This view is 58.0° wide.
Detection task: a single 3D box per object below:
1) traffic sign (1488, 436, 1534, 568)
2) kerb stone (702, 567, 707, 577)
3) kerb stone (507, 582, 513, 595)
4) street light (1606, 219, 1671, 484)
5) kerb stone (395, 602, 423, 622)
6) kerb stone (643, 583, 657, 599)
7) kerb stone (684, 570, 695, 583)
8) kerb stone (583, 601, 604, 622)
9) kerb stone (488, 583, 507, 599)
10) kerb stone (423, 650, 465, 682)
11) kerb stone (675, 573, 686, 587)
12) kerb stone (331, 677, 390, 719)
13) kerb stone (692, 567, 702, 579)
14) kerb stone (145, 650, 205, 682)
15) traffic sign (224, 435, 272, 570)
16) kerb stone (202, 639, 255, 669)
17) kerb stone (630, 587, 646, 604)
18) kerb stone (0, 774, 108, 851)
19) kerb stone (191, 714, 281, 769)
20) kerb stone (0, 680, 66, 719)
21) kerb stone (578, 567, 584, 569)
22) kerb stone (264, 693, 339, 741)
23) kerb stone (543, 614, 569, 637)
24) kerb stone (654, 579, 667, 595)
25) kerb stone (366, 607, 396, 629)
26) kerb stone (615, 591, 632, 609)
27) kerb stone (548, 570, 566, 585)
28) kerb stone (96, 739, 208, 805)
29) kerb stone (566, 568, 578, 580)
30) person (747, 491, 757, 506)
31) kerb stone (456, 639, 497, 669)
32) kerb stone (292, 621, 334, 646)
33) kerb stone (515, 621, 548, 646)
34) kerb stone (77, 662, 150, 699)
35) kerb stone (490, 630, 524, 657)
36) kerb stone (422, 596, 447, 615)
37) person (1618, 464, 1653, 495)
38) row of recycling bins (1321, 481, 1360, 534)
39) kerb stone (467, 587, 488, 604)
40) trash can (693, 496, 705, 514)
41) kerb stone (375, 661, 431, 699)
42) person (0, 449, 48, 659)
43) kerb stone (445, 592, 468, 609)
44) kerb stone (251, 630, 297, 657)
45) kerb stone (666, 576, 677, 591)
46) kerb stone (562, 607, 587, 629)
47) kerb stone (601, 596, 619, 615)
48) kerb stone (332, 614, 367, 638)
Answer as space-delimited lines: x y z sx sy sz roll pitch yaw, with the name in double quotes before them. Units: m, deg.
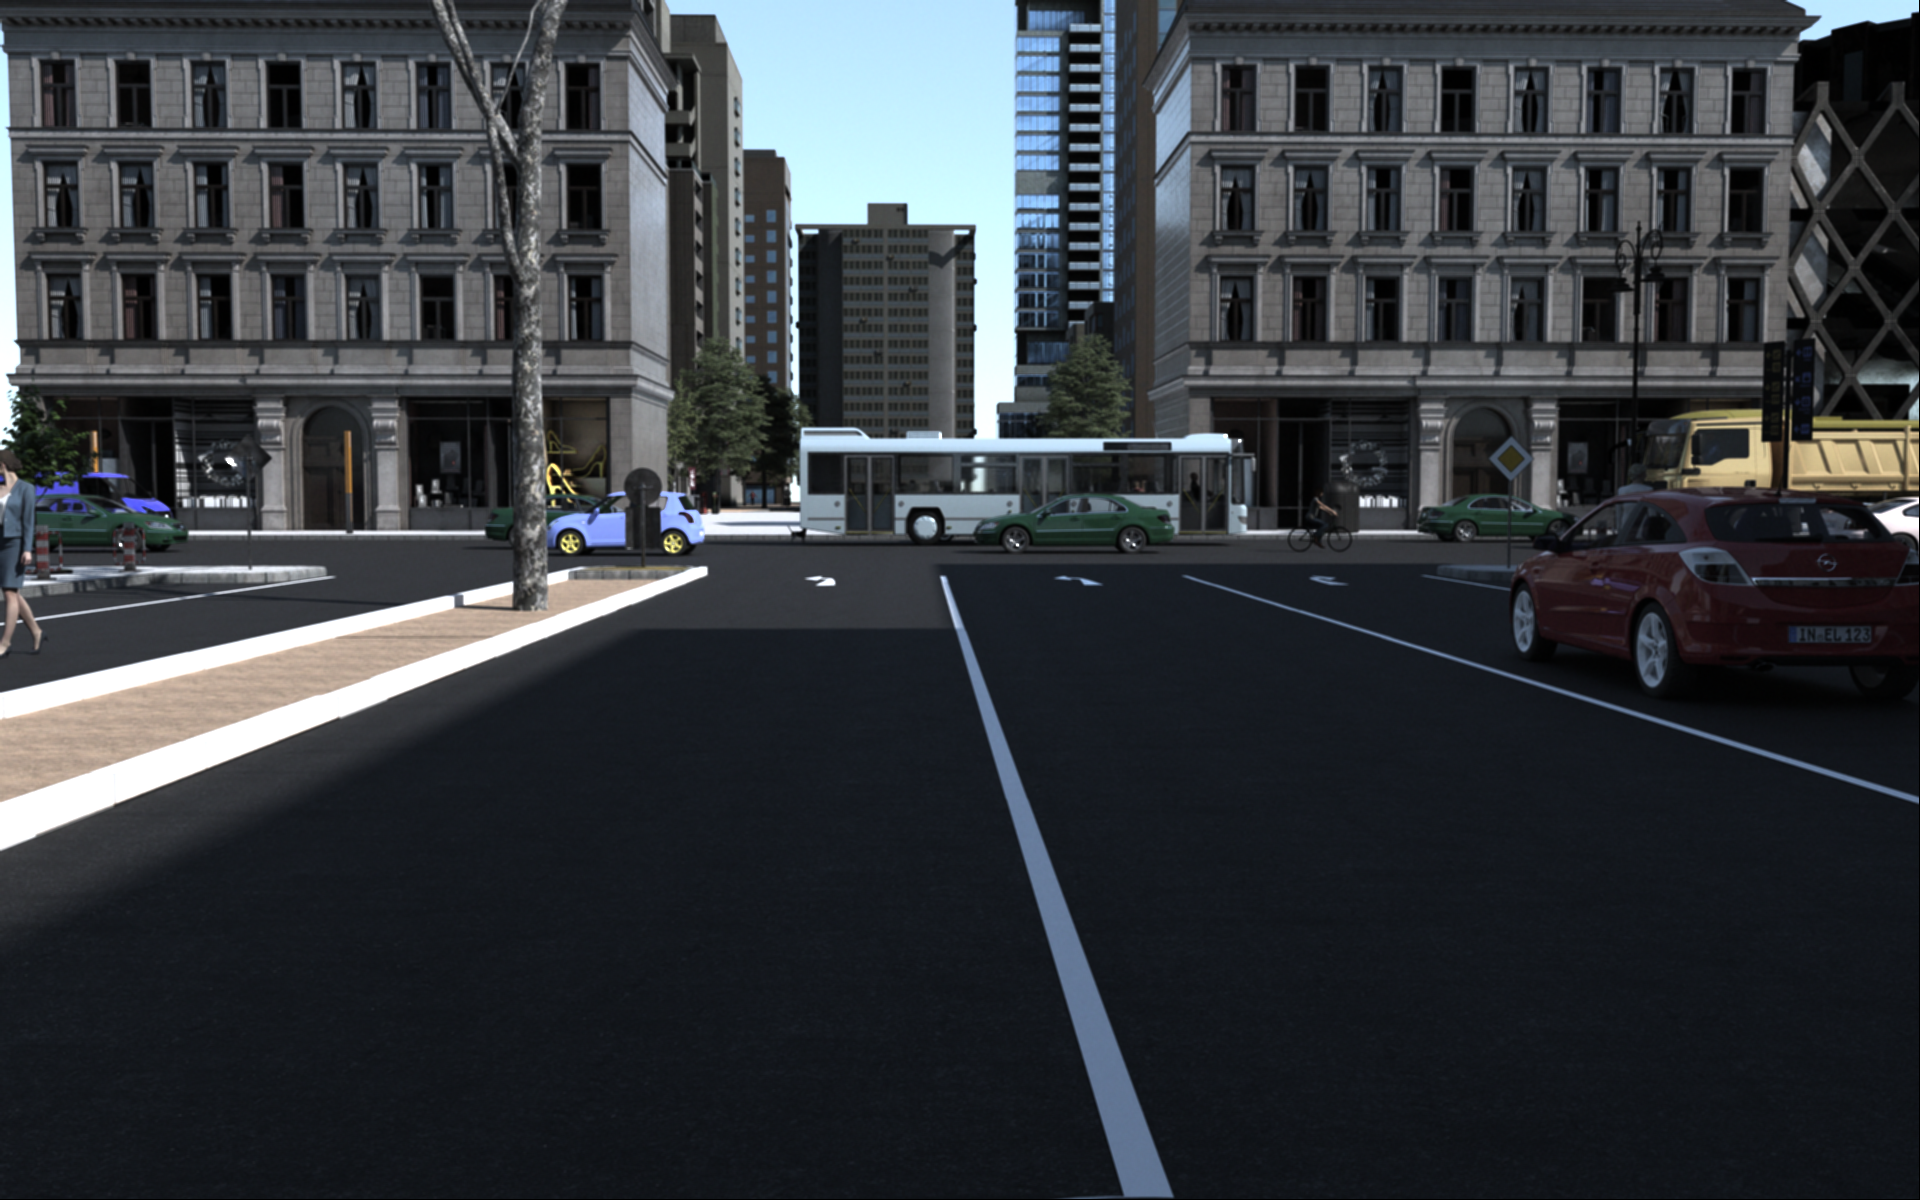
"traffic sign" 9.460 -1.601 29.814 0.795 2.450 0.064 0 4 -1
"kerb stone" -4.503 -0.479 30.039 0.120 0.150 1.000 0 4 -1
"kerb stone" -6.472 -0.162 24.845 0.120 0.150 1.000 0 4 -1
"street light" 11.481 -3.466 29.465 0.468 5.910 1.993 0 4 -1
"kerb stone" -6.342 0.152 19.706 0.120 0.150 1.000 0 4 -1
"kerb stone" -4.342 -0.100 23.871 0.120 0.150 1.000 0 4 -1
"kerb stone" -4.451 -0.353 27.973 0.120 0.150 1.000 0 4 -1
"kerb stone" -4.243 0.149 19.765 0.120 0.150 1.000 0 4 -1
"kerb stone" -6.447 -0.099 23.821 0.120 0.150 1.000 0 4 -1
"kerb stone" -4.095 0.529 13.599 0.120 0.150 1.000 0 4 -1
"kerb stone" -4.429 -0.287 26.946 0.120 0.150 1.000 0 4 -1
"kerb stone" -4.031 0.657 11.549 0.120 0.150 1.000 0 4 -1
"kerb stone" -4.485 -0.417 29.006 0.120 0.150 1.000 0 4 -1
"kerb stone" -6.189 0.529 13.545 0.120 0.150 1.000 0 4 -1
"traffic sign" -12.027 -1.569 29.291 0.795 2.450 0.064 0 4 -1
"kerb stone" -6.205 0.466 14.570 0.120 0.150 1.000 0 4 -1
"kerb stone" -4.320 -0.040 22.846 0.120 0.150 1.000 0 4 -1
"kerb stone" -3.929 0.902 7.440 0.120 0.150 1.000 0 4 -1
"kerb stone" -3.985 0.777 9.498 0.120 0.150 1.000 0 4 -1
"kerb stone" -6.130 0.655 11.492 0.120 0.150 1.000 0 4 -1
"kerb stone" -6.605 -0.473 29.974 0.120 0.150 1.000 0 4 -1
"kerb stone" -4.015 0.714 10.523 0.120 0.150 1.000 0 4 -1
"kerb stone" -4.191 0.282 17.716 0.120 0.150 1.000 0 4 -1
"kerb stone" -4.375 -0.164 24.896 0.120 0.150 1.000 0 4 -1
"kerb stone" -6.320 0.215 18.681 0.120 0.150 1.000 0 4 -1
"kerb stone" -4.302 0.023 21.815 0.120 0.150 1.000 0 4 -1
"kerb stone" -6.553 -0.350 27.924 0.120 0.150 1.000 0 4 -1
"kerb stone" -3.958 0.839 8.474 0.120 0.150 1.000 0 4 -1
"kerb stone" -6.583 -0.413 28.949 0.120 0.150 1.000 0 4 -1
"person" -25.478 -12.491 212.668 1.348 1.831 0.705 1 4 13
"kerb stone" -4.114 0.465 14.624 0.120 0.150 1.000 0 4 -1
"kerb stone" -6.267 0.341 16.627 0.120 0.150 1.000 0 4 -1
"kerb stone" -4.166 0.340 16.690 0.120 0.150 1.000 0 4 -1
"kerb stone" -6.158 0.592 12.520 0.120 0.150 1.000 0 4 -1
"kerb stone" -4.137 0.404 15.651 0.120 0.150 1.000 0 4 -1
"kerb stone" -6.369 0.090 20.731 0.120 0.150 1.000 0 4 -1
"person" 9.087 -0.910 23.255 0.514 1.842 0.818 1 4 17
"row of recycling bins" 12.655 -3.075 57.384 1.069 1.692 3.534 1 4 21
"kerb stone" -6.423 -0.036 22.787 0.120 0.150 1.000 0 4 -1
"trash can" -16.540 -6.011 109.926 0.748 1.137 0.748 0 3 0
"kerb stone" -4.062 0.588 12.574 0.120 0.150 1.000 0 4 -1
"person" -8.309 -0.411 15.240 0.581 1.822 0.654 2 4 33
"kerb stone" -6.397 0.027 21.756 0.120 0.150 1.000 0 4 -1
"kerb stone" -6.240 0.403 15.603 0.120 0.150 1.000 0 4 -1
"kerb stone" -4.398 -0.228 25.921 0.120 0.150 1.000 0 4 -1
"kerb stone" -4.218 0.211 18.740 0.120 0.150 1.000 0 4 -1
"kerb stone" -4.265 0.087 20.790 0.120 0.150 1.000 0 4 -1
"kerb stone" -6.294 0.278 17.656 0.120 0.150 1.000 0 4 -1
